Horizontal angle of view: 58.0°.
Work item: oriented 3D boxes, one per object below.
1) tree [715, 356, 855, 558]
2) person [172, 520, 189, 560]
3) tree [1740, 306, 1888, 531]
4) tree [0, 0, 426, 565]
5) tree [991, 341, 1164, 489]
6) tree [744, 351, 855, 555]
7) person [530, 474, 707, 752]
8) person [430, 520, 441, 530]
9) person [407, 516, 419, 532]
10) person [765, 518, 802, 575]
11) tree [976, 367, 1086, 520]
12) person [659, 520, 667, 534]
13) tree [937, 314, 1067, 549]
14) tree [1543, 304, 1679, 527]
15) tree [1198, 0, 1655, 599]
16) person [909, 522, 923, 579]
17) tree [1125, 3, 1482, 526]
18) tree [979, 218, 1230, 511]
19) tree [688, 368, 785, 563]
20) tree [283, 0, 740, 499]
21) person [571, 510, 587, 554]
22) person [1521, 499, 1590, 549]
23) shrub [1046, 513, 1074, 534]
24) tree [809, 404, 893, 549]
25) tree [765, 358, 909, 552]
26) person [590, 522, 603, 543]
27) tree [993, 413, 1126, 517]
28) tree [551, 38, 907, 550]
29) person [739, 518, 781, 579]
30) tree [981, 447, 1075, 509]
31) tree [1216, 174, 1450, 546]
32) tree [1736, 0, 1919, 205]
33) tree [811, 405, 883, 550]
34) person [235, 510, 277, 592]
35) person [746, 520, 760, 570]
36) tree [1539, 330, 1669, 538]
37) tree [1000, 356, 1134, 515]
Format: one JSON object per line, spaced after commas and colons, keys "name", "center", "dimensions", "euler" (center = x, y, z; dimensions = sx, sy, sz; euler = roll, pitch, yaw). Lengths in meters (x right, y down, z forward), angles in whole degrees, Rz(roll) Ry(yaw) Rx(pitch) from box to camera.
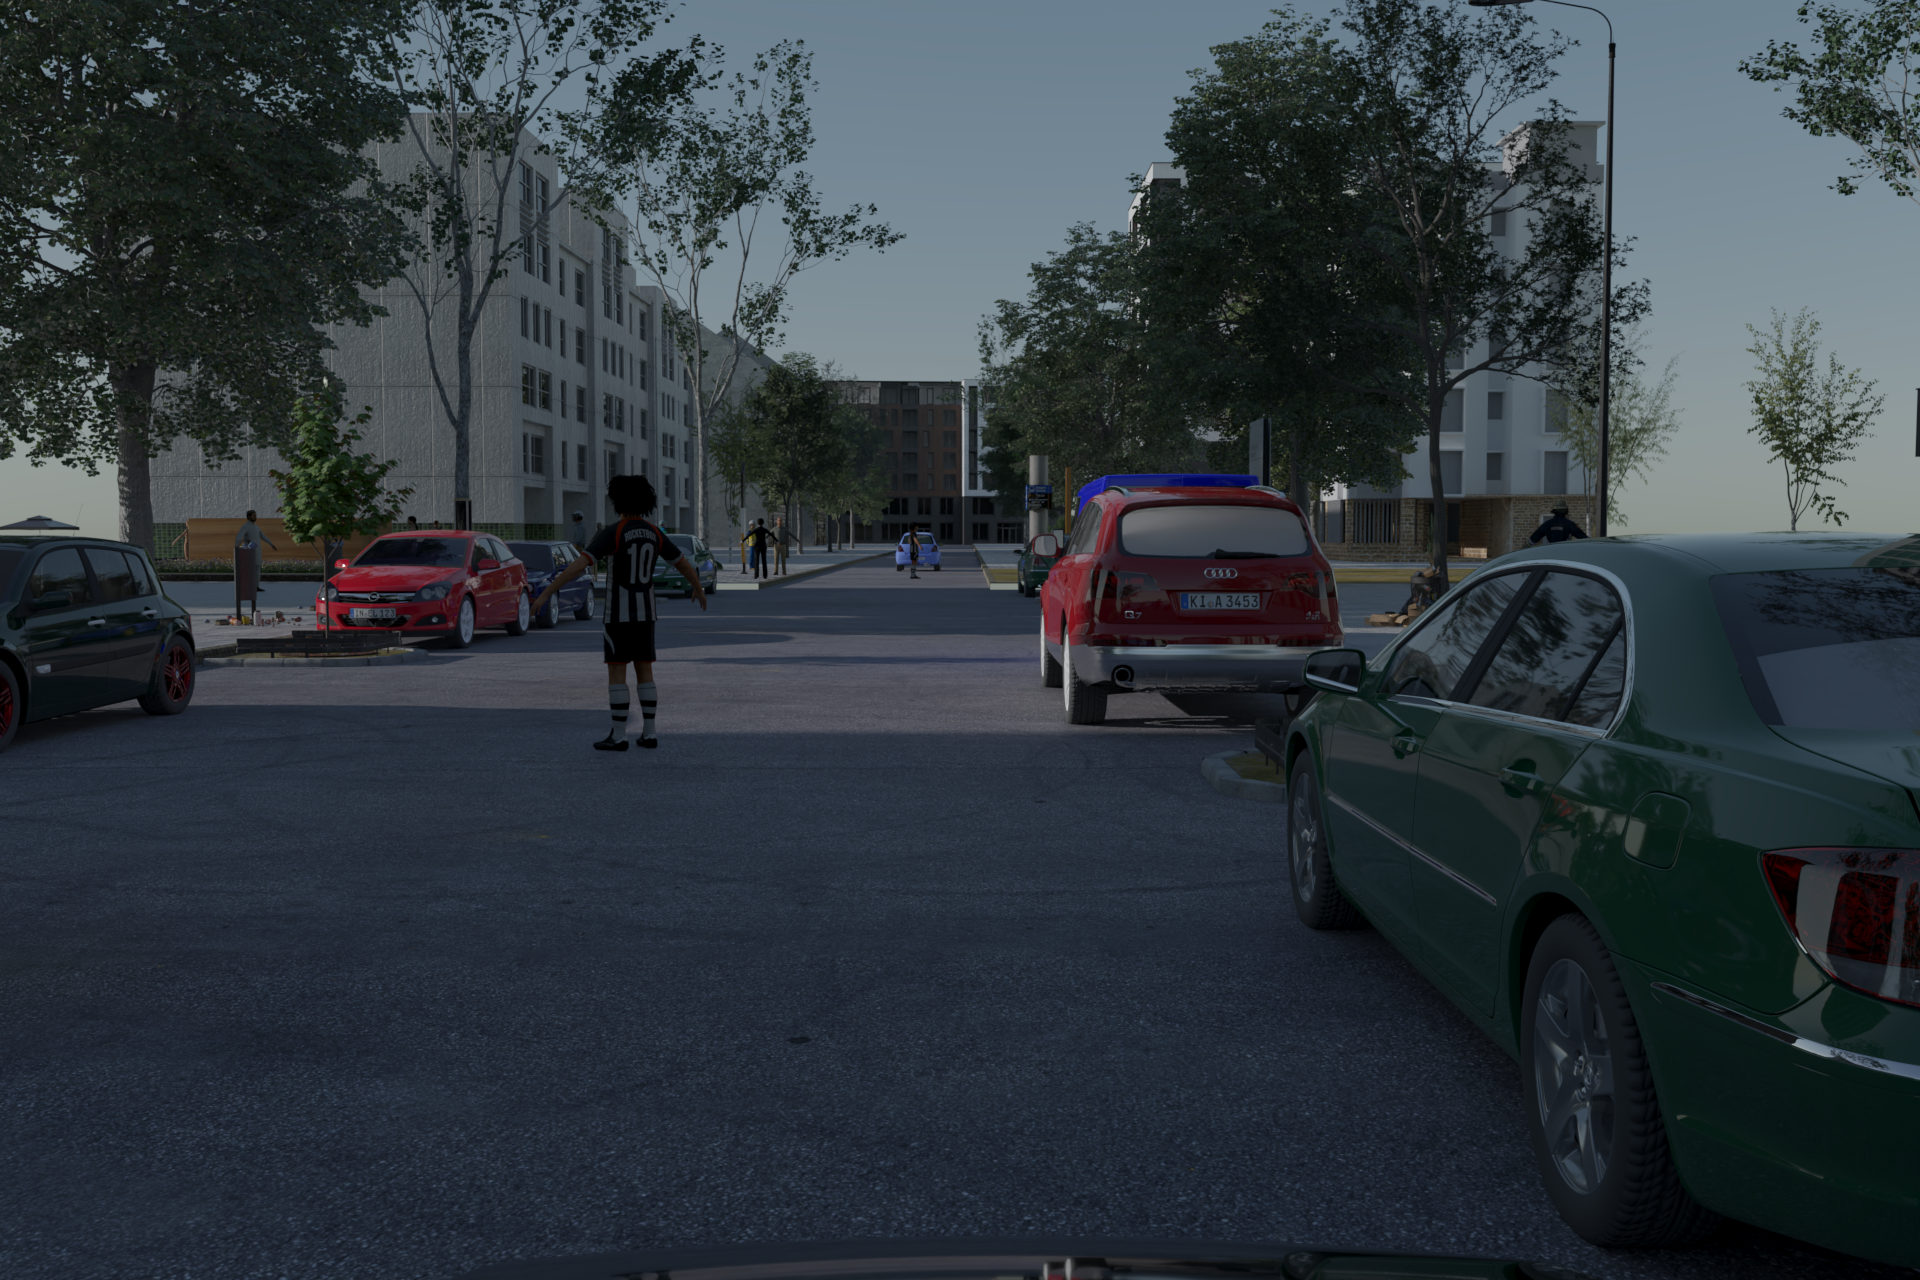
{"name": "tree", "center": [-9.366, -9.614, 91.594], "dimensions": [8.767, 10.594, 7.601], "euler": [1, 4, 21]}
{"name": "person", "center": [-24.952, -3.006, 55.958], "dimensions": [0.721, 1.733, 1.217], "euler": [1, 4, 19]}
{"name": "tree", "center": [27.002, -6.437, 55.604], "dimensions": [4.737, 8.622, 4.395], "euler": [0, 3, 0]}
{"name": "tree", "center": [-13.201, -7.367, 27.104], "dimensions": [9.857, 13.997, 8.962], "euler": [0, 3, 0]}
{"name": "tree", "center": [5.598, -8.859, 79.256], "dimensions": [8.767, 10.594, 7.601], "euler": [0, 4, -2]}
{"name": "tree", "center": [-10.443, -11.620, 108.115], "dimensions": [7.486, 12.596, 7.792], "euler": [0, 3, 0]}
{"name": "person", "center": [-2.209, -0.179, 11.523], "dimensions": [1.345, 1.843, 0.704], "euler": [-3, 5, -43]}
{"name": "person", "center": [-19.812, -3.634, 65.638], "dimensions": [1.346, 1.802, 0.704], "euler": [2, 4, 26]}
{"name": "person", "center": [-13.745, -2.223, 43.159], "dimensions": [0.721, 1.737, 1.217], "euler": [-1, 4, -10]}
{"name": "person", "center": [-5.624, -2.927, 54.123], "dimensions": [1.348, 1.796, 0.705], "euler": [0, 4, -4]}
{"name": "tree", "center": [5.325, -13.226, 122.900], "dimensions": [9.857, 13.997, 8.962], "euler": [0, 3, 0]}
{"name": "person", "center": [-11.325, -3.675, 66.207], "dimensions": [0.704, 1.817, 1.347], "euler": [-2, 4, -34]}
{"name": "tree", "center": [4.408, -18.016, 150.446], "dimensions": [12.611, 20.169, 13.585], "euler": [0, 3, 0]}
{"name": "tree", "center": [20.626, -6.471, 56.158], "dimensions": [4.360, 8.622, 3.978], "euler": [0, 3, 0]}
{"name": "tree", "center": [7.711, -5.755, 28.506], "dimensions": [7.601, 10.594, 8.767], "euler": [2, 4, 25]}
{"name": "person", "center": [-1.443, -2.869, 55.511], "dimensions": [0.704, 1.843, 1.345], "euler": [-1, 4, -16]}
{"name": "tree", "center": [8.454, -8.305, 42.435], "dimensions": [9.857, 13.997, 8.962], "euler": [0, 3, 0]}
{"name": "tree", "center": [5.946, -9.897, 68.465], "dimensions": [9.857, 13.997, 8.962], "euler": [0, 3, 0]}
{"name": "tree", "center": [-9.987, -7.743, 76.965], "dimensions": [4.737, 8.622, 4.395], "euler": [0, 3, 0]}
{"name": "tree", "center": [-12.171, -11.590, 45.383], "dimensions": [12.611, 20.169, 13.585], "euler": [0, 3, 0]}
{"name": "person", "center": [-9.205, -2.194, 41.708], "dimensions": [0.704, 1.849, 1.345], "euler": [-1, 4, -10]}
{"name": "person", "center": [9.580, -1.333, 27.664], "dimensions": [1.351, 1.845, 0.704], "euler": [2, 4, 35]}
{"name": "shrub", "center": [3.527, -3.172, 56.283], "dimensions": [1.690, 2.028, 1.600], "euler": [0, 3, 0]}
{"name": "tree", "center": [-9.848, -14.266, 151.380], "dimensions": [7.486, 12.596, 7.792], "euler": [0, 3, 0]}
{"name": "tree", "center": [-9.175, -12.878, 120.924], "dimensions": [12.009, 13.543, 11.850], "euler": [0, 3, 0]}
{"name": "person", "center": [-16.362, -4.428, 78.520], "dimensions": [0.705, 1.813, 1.348], "euler": [-3, 5, -39]}
{"name": "tree", "center": [6.147, -10.573, 107.281], "dimensions": [8.767, 10.594, 7.601], "euler": [0, 4, 4]}
{"name": "tree", "center": [-8.484, -12.822, 65.524], "dimensions": [12.611, 20.169, 13.585], "euler": [0, 3, 0]}
{"name": "person", "center": [-5.704, -2.611, 49.407], "dimensions": [1.216, 1.740, 0.721], "euler": [-1, 4, -17]}
{"name": "tree", "center": [6.134, -12.225, 134.286], "dimensions": [8.767, 10.594, 7.601], "euler": [-1, 4, -16]}
{"name": "tree", "center": [11.266, -8.247, 52.958], "dimensions": [7.486, 12.596, 7.792], "euler": [0, 3, 0]}
{"name": "tree", "center": [25.875, -11.598, 45.520], "dimensions": [12.611, 20.169, 13.585], "euler": [0, 3, 0]}
{"name": "tree", "center": [-9.836, -13.141, 140.604], "dimensions": [9.928, 11.665, 9.643], "euler": [0, 3, 0]}
{"name": "person", "center": [-15.661, -1.975, 38.385], "dimensions": [0.704, 1.819, 1.344], "euler": [1, 4, 16]}
{"name": "person", "center": [-7.308, -3.385, 61.803], "dimensions": [0.721, 1.772, 1.216], "euler": [1, 4, 22]}
{"name": "tree", "center": [22.775, -6.891, 63.032], "dimensions": [4.360, 8.622, 3.978], "euler": [0, 3, 0]}
{"name": "tree", "center": [6.021, -10.464, 96.848], "dimensions": [9.928, 11.665, 9.643], "euler": [0, 3, 0]}
